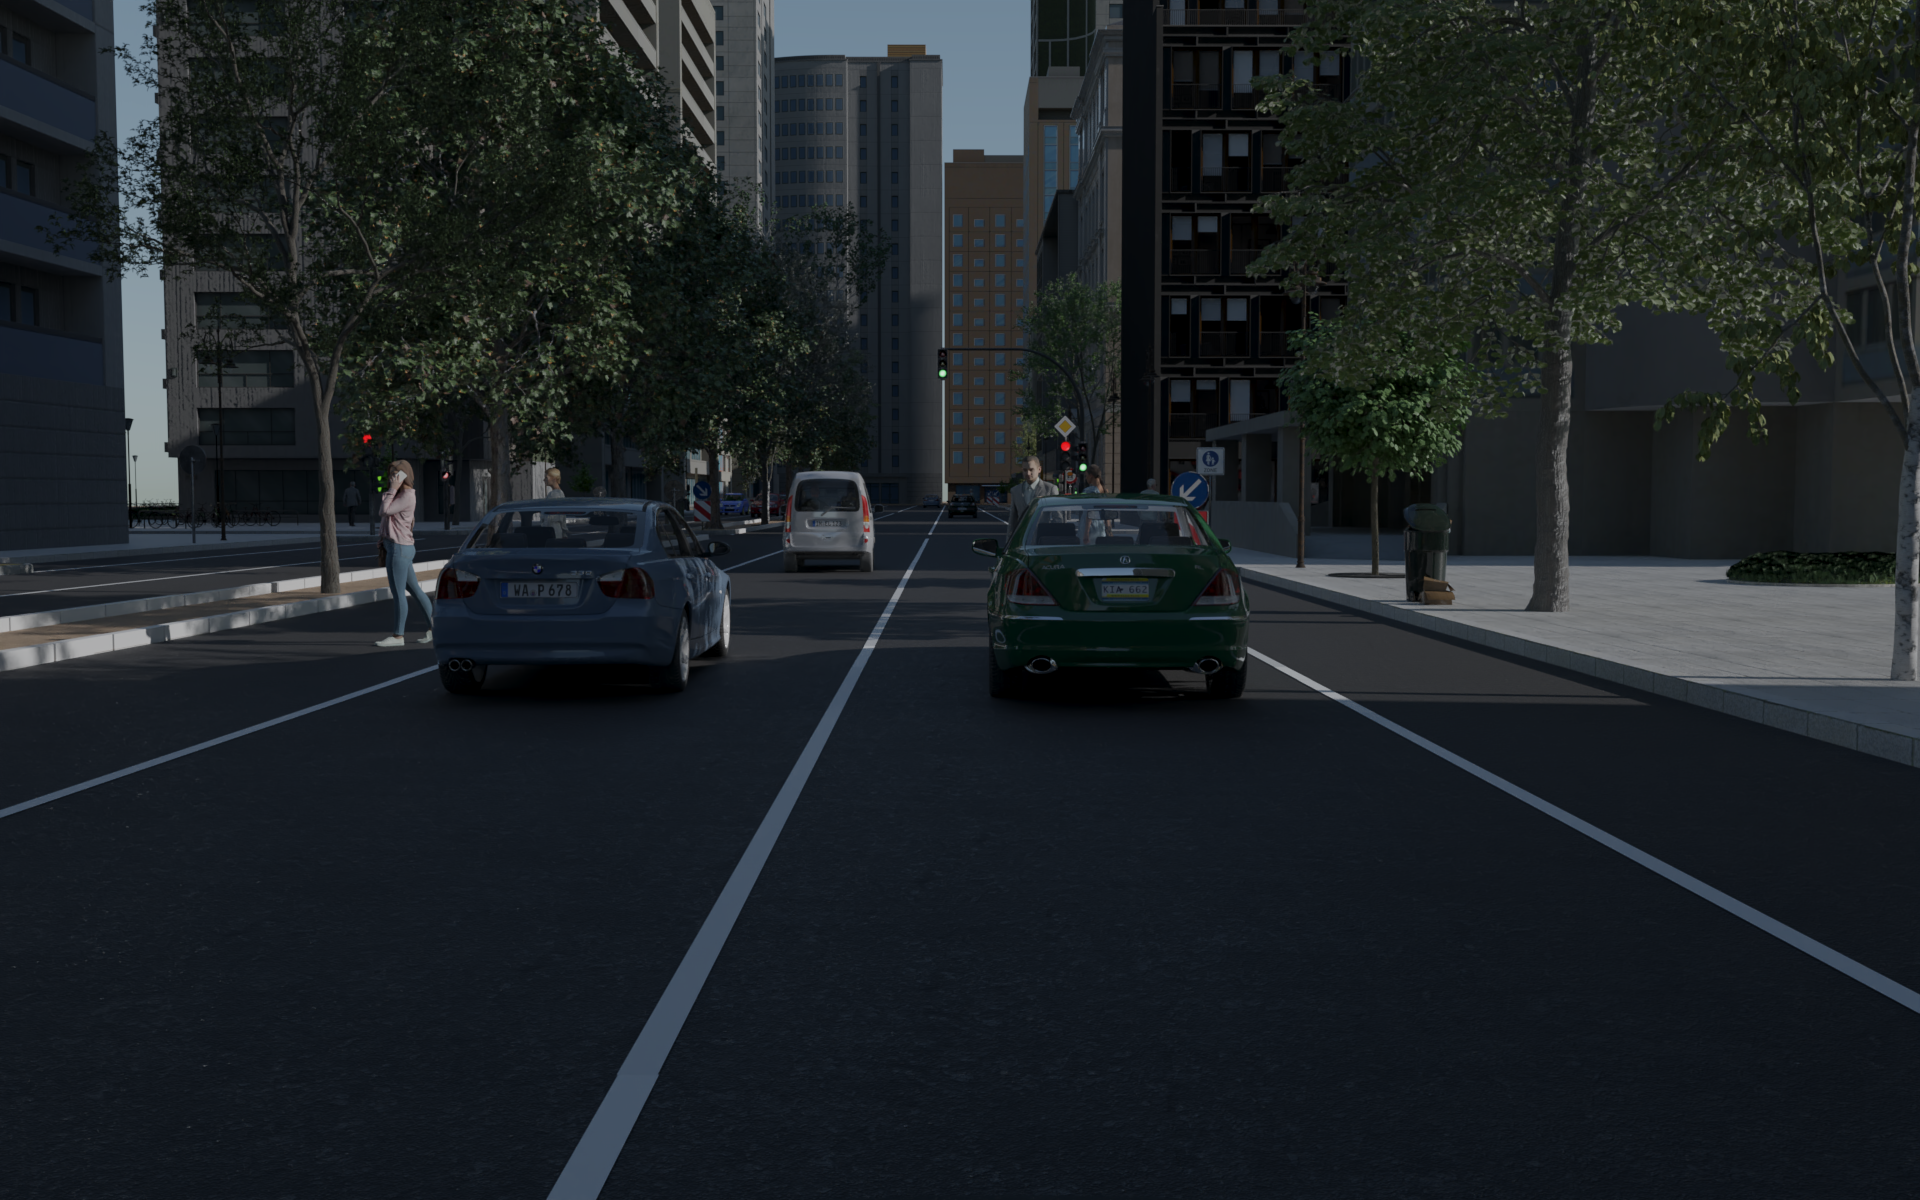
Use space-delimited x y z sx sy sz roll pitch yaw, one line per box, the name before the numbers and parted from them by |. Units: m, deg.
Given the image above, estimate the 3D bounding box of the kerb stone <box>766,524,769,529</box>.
kerb stone | -8.092 -3.000 71.246 0.120 0.150 1.000 0 4 0

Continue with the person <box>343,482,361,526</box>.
person | -24.231 -3.831 69.072 0.661 1.777 0.834 -1 4 -15

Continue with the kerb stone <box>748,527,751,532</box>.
kerb stone | -8.058 -2.625 65.107 0.120 0.150 1.000 0 4 0

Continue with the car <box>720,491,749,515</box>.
car | -15.435 -6.639 118.131 1.945 1.707 3.694 0 4 1

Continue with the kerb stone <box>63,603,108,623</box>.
kerb stone | -9.939 0.164 19.521 0.120 0.150 1.000 0 4 0

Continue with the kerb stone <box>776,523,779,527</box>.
kerb stone | -8.111 -3.250 75.335 0.120 0.150 1.000 0 4 0

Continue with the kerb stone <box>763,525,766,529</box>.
kerb stone | -8.081 -2.936 70.222 0.120 0.150 1.000 0 4 0

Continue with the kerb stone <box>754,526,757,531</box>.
kerb stone | -8.072 -2.750 67.155 0.120 0.150 1.000 0 4 0

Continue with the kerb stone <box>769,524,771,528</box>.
kerb stone | -8.091 -3.063 72.269 0.120 0.150 1.000 0 4 0

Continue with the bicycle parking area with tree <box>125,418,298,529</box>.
bicycle parking area with tree | -30.943 -4.955 68.018 9.016 4.147 8.231 2 4 26

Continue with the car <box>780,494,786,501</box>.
car | -12.350 -6.635 120.478 2.014 1.417 4.499 0 4 -1

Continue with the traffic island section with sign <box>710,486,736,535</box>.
traffic island section with sign | -9.079 -3.274 61.668 2.006 1.907 1.989 0 4 0

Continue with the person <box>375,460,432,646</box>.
person | -5.241 -0.450 16.450 0.643 1.750 0.593 -1 4 -20

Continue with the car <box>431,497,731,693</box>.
car | -2.886 -0.110 13.803 2.014 1.417 4.499 0 4 -1

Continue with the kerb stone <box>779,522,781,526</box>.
kerb stone | -8.113 -3.313 76.369 0.120 0.150 1.000 0 4 0

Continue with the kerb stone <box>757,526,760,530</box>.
kerb stone | -8.075 -2.812 68.177 0.120 0.150 1.000 0 4 0

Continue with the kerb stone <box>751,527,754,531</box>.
kerb stone | -8.069 -2.683 66.130 0.120 0.150 1.000 0 4 0

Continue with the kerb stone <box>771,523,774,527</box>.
kerb stone | -8.101 -3.125 73.291 0.120 0.150 1.000 0 4 0

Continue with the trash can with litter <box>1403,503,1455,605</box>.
trash can with litter | 5.604 -0.552 20.405 0.624 1.170 1.055 0 4 -1

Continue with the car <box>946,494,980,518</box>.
car | 0.172 -5.781 104.306 2.009 1.686 4.222 0 4 1

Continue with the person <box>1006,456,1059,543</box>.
person | 0.753 -0.527 17.243 0.709 1.813 0.853 1 4 22

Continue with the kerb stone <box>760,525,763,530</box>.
kerb stone | -8.083 -2.875 69.200 0.120 0.150 1.000 0 4 0

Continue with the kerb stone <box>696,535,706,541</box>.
kerb stone | -8.007 -1.896 53.263 0.120 0.150 1.000 0 4 0

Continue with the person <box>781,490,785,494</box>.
person | -21.099 -12.227 206.681 1.217 1.743 0.721 -2 4 -28

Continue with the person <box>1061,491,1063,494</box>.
person | 5.805 -5.399 96.919 0.503 1.515 0.523 1 4 15

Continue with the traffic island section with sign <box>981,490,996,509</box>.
traffic island section with sign | 3.277 -9.492 163.824 1.989 1.847 2.006 0 4 0

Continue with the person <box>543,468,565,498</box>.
person | -5.360 -0.861 22.929 0.624 1.780 0.694 1 4 17

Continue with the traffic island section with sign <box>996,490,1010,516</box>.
traffic island section with sign | 3.533 -6.422 113.633 1.989 1.847 2.006 0 4 0

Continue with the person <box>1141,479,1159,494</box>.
person | 4.224 -1.784 38.147 0.782 1.767 0.515 2 4 32

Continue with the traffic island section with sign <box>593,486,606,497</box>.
traffic island section with sign | -18.154 -4.800 87.108 1.989 1.847 2.006 0 4 0

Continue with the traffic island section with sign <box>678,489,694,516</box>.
traffic island section with sign | -18.291 -6.449 114.063 1.989 1.847 2.006 0 4 0

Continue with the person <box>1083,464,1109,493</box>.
person | 1.769 -0.837 22.280 0.616 1.811 0.778 -3 5 -41

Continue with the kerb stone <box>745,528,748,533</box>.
kerb stone | -8.053 -2.562 64.084 0.120 0.150 1.000 0 4 0

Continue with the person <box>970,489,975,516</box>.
person | 0.828 -6.450 114.444 0.515 1.767 0.782 1 4 16

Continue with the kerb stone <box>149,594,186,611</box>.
kerb stone | -9.949 0.039 21.570 0.120 0.150 1.000 0 4 0

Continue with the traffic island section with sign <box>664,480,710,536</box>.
traffic island section with sign | -9.052 -2.821 54.261 2.006 1.907 1.989 0 4 0

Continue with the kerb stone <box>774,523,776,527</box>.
kerb stone | -8.110 -3.183 74.313 0.120 0.150 1.000 0 4 0

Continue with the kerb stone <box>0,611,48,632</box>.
kerb stone | -9.928 0.226 18.496 0.120 0.150 1.000 0 4 0

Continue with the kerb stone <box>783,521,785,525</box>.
kerb stone | -8.129 -3.438 78.413 0.120 0.150 1.000 0 4 0

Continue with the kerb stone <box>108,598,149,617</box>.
kerb stone | -9.942 0.101 20.543 0.120 0.150 1.000 0 4 0

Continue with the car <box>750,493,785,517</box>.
car | -11.884 -6.013 107.345 2.155 1.783 4.494 0 4 1

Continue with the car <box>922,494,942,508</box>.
car | -2.923 -10.272 179.944 2.014 1.417 4.499 0 4 1

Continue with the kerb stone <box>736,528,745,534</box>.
kerb stone | -8.050 -2.499 63.061 0.120 0.150 1.000 0 4 0

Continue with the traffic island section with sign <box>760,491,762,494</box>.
traffic island section with sign | -18.552 -9.491 163.809 1.989 1.847 2.006 0 4 0

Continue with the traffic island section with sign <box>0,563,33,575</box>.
traffic island section with sign | -17.887 -1.373 31.071 1.989 1.847 2.006 0 4 0

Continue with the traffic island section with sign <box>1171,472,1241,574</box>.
traffic island section with sign | 3.941 -1.385 31.269 1.989 1.847 2.006 0 4 0

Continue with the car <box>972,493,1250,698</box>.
car | 1.144 -0.112 13.637 2.131 1.459 4.920 0 4 2

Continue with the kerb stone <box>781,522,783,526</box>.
kerb stone | -8.126 -3.376 77.391 0.120 0.150 1.000 0 4 0

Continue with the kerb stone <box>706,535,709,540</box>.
kerb stone | -8.009 -1.963 54.285 0.120 0.150 1.000 0 4 0
